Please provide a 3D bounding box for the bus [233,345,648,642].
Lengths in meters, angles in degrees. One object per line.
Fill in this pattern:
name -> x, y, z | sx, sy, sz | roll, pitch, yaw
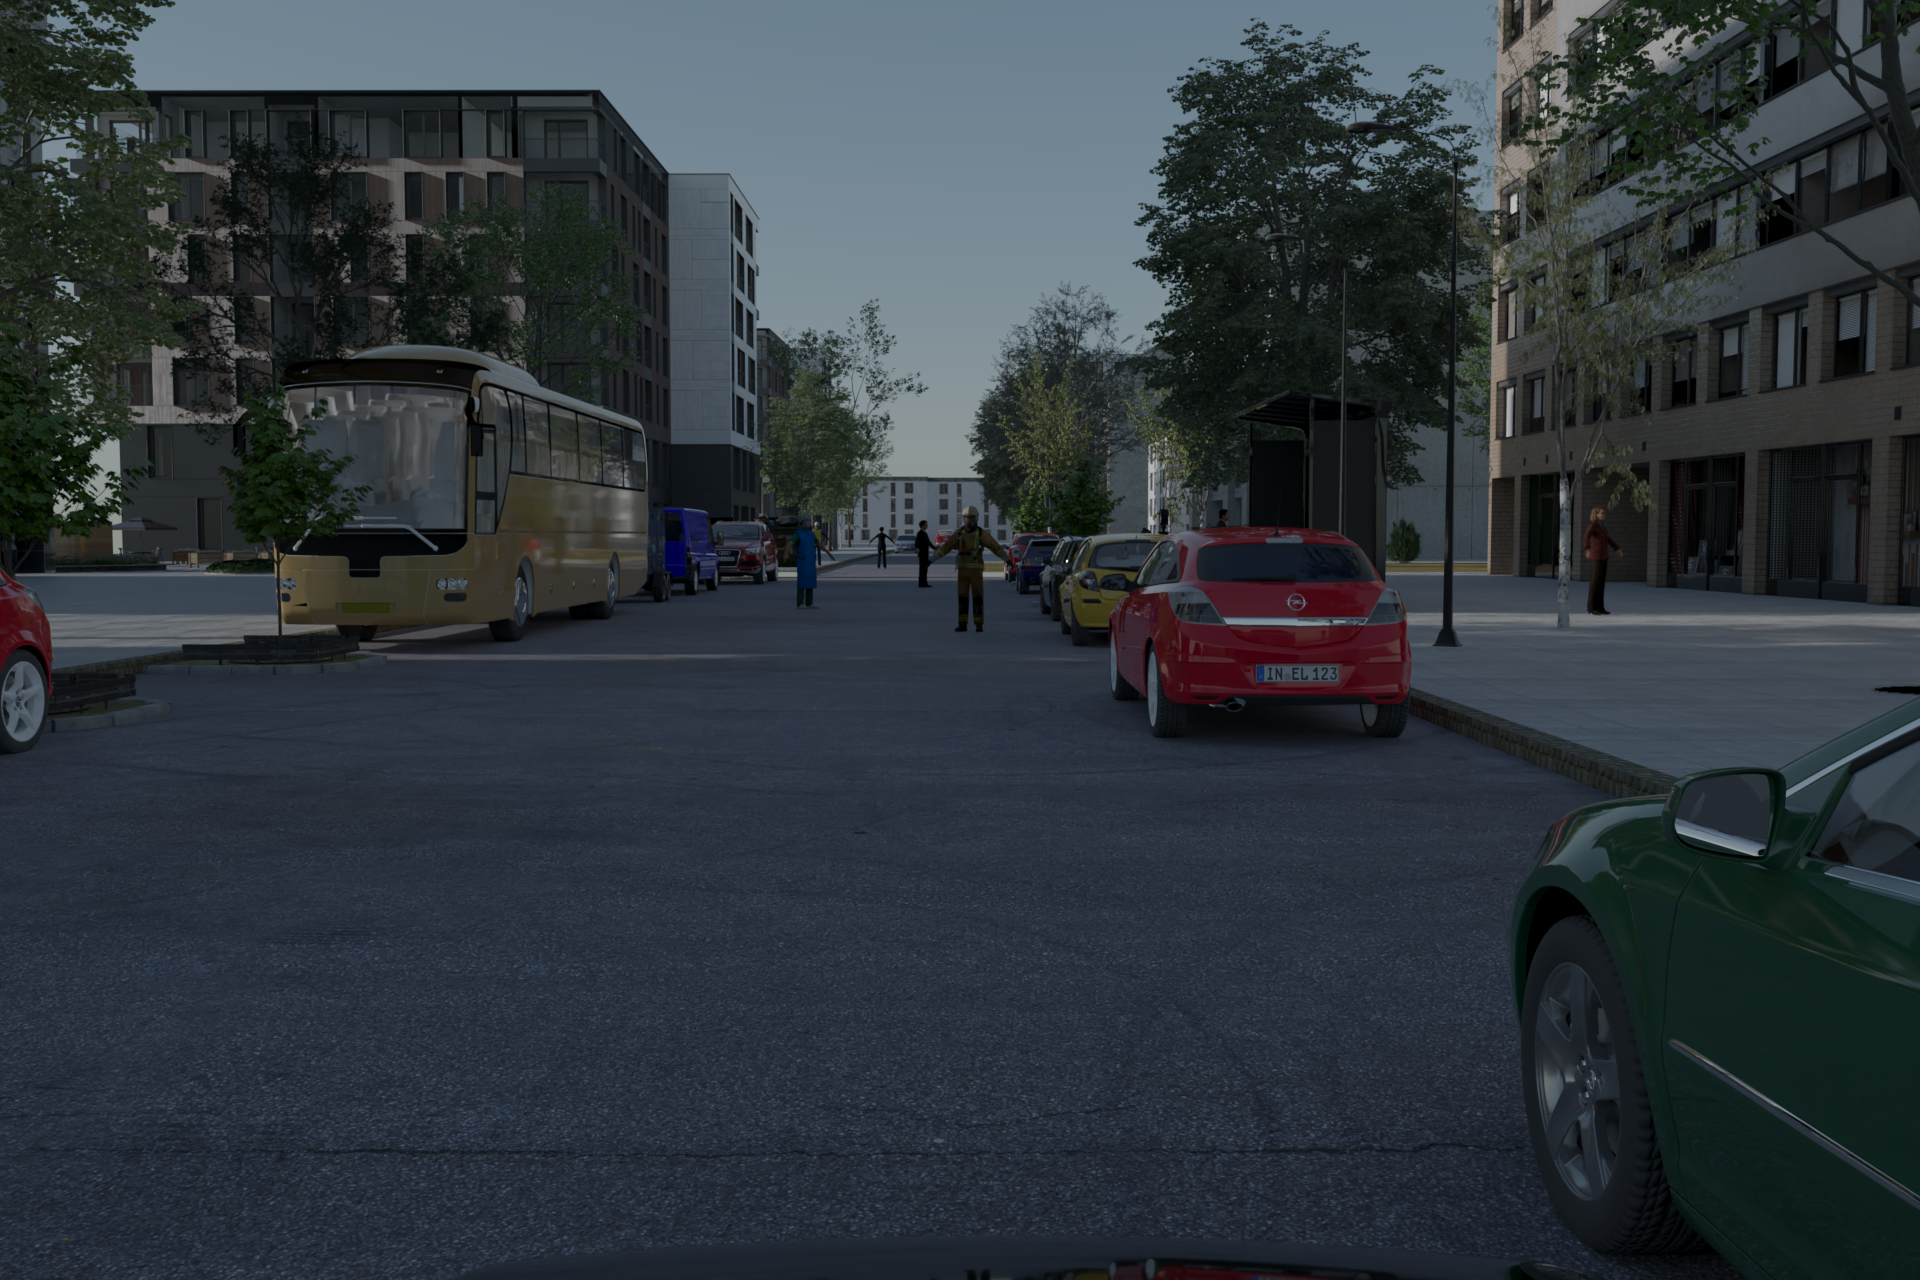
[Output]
bus -> -7.062, -2.125, 26.297 | 2.896, 3.916, 12.252 | 0, 4, 0

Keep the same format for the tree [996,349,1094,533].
tree -> 3.527, -7.205, 68.163 | 4.737, 8.622, 4.395 | 0, 3, 0

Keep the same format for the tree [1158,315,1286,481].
tree -> 11.371, -8.097, 66.805 | 7.601, 10.594, 8.767 | 2, 4, 25

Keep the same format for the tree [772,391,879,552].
tree -> -9.717, -12.333, 127.392 | 9.928, 11.665, 9.643 | 0, 3, 0

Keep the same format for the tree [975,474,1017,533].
tree -> 4.832, -13.402, 153.527 | 8.767, 10.594, 7.601 | 3, 4, 38

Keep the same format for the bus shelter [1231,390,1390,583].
bus shelter -> 6.238, -2.456, 31.440 | 1.731, 3.624, 6.357 | 0, 3, 0

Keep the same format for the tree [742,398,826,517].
tree -> -10.183, -8.808, 94.366 | 4.360, 8.622, 3.978 | 0, 3, 0

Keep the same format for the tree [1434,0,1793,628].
tree -> 8.096, -4.478, 23.580 | 4.360, 8.622, 3.978 | 0, 3, 0

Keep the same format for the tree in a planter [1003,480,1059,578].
tree in a planter -> 2.407, -3.655, 56.981 | 1.991, 3.239, 1.994 | 0, 4, 1

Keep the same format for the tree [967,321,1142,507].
tree -> 5.223, -11.559, 99.364 | 12.009, 13.543, 11.850 | 0, 3, 0

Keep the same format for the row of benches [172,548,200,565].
row of benches -> -33.093, -3.590, 74.157 | 1.422, 0.672, 4.104 | -1, 4, -15

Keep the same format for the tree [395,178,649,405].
tree -> -12.759, -7.630, 50.500 | 9.928, 11.665, 9.643 | 0, 3, 0

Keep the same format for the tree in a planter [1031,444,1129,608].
tree in a planter -> 2.417, -2.268, 34.299 | 1.991, 3.239, 1.994 | 0, 4, 1

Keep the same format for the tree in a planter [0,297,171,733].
tree in a planter -> -7.285, -0.979, 13.235 | 1.991, 3.239, 1.994 | 0, 4, 1

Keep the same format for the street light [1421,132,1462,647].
street light -> 6.126, -2.882, 19.661 | 1.470, 5.913, 1.316 | 0, 4, 0

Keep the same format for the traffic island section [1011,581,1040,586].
traffic island section -> 2.424, -1.579, 48.678 | 1.991, 0.108, 1.994 | 0, 4, 0

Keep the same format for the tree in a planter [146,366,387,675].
tree in a planter -> -7.318, -1.304, 18.546 | 1.991, 3.239, 1.994 | 0, 4, 0

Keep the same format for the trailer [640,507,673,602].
trailer -> -6.930, -1.770, 35.989 | 1.471, 1.999, 3.904 | 0, 3, 0

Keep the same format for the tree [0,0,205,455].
tree -> -13.473, -6.280, 20.797 | 7.486, 12.596, 7.792 | 0, 3, 0

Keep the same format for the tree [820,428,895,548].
tree -> -10.331, -14.561, 163.831 | 9.928, 11.665, 9.643 | 0, 3, 0

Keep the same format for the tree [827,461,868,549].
tree -> -10.348, -12.296, 151.403 | 4.737, 8.622, 4.395 | 0, 3, 0

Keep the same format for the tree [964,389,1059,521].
tree -> 5.075, -13.768, 131.756 | 9.857, 13.997, 8.962 | 0, 3, 0

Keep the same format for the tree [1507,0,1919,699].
tree -> 7.898, -5.370, 13.556 | 9.928, 11.665, 9.643 | 0, 3, 0

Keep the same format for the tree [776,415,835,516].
tree -> -9.778, -9.614, 107.554 | 4.360, 8.622, 3.978 | 0, 3, 0

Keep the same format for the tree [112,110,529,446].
tree -> -13.742, -6.335, 37.991 | 8.767, 10.594, 7.601 | -2, 4, -31

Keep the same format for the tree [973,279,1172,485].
tree -> 5.704, -10.579, 83.333 | 12.009, 13.543, 11.850 | 0, 3, 0

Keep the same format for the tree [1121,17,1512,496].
tree -> 8.579, -8.316, 42.625 | 9.857, 13.997, 8.962 | 0, 3, 0

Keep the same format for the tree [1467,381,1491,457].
tree -> 25.748, -8.495, 73.303 | 8.767, 10.594, 7.601 | 1, 4, 19

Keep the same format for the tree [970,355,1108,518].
tree -> 5.407, -12.862, 116.954 | 9.857, 13.997, 8.962 | 0, 3, 0

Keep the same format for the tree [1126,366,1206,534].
tree -> 8.796, -7.586, 74.399 | 4.360, 8.622, 3.978 | 0, 3, 0

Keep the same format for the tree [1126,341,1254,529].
tree -> 7.693, -6.454, 55.882 | 4.737, 8.622, 4.395 | 0, 3, 0

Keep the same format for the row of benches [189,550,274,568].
row of benches -> -28.036, -3.177, 67.402 | 1.422, 0.672, 4.104 | 3, 4, 39

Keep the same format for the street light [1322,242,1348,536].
street light -> 6.506, -3.326, 26.928 | 1.470, 5.913, 1.316 | 0, 3, 0

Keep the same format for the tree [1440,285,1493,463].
tree -> 21.722, -8.472, 64.269 | 9.928, 11.665, 9.643 | 0, 3, 0

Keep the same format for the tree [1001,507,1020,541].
tree -> 4.925, -13.036, 163.503 | 4.737, 8.622, 4.395 | 0, 3, 0

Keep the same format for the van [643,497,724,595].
van -> -7.098, -2.313, 42.200 | 2.240, 2.365, 5.245 | 0, 4, 0

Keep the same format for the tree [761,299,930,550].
tree -> -9.277, -17.346, 139.490 | 12.611, 20.169, 13.585 | 0, 3, 0

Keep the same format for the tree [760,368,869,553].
tree -> -10.182, -12.286, 119.009 | 7.486, 12.596, 7.792 | 0, 3, 0
